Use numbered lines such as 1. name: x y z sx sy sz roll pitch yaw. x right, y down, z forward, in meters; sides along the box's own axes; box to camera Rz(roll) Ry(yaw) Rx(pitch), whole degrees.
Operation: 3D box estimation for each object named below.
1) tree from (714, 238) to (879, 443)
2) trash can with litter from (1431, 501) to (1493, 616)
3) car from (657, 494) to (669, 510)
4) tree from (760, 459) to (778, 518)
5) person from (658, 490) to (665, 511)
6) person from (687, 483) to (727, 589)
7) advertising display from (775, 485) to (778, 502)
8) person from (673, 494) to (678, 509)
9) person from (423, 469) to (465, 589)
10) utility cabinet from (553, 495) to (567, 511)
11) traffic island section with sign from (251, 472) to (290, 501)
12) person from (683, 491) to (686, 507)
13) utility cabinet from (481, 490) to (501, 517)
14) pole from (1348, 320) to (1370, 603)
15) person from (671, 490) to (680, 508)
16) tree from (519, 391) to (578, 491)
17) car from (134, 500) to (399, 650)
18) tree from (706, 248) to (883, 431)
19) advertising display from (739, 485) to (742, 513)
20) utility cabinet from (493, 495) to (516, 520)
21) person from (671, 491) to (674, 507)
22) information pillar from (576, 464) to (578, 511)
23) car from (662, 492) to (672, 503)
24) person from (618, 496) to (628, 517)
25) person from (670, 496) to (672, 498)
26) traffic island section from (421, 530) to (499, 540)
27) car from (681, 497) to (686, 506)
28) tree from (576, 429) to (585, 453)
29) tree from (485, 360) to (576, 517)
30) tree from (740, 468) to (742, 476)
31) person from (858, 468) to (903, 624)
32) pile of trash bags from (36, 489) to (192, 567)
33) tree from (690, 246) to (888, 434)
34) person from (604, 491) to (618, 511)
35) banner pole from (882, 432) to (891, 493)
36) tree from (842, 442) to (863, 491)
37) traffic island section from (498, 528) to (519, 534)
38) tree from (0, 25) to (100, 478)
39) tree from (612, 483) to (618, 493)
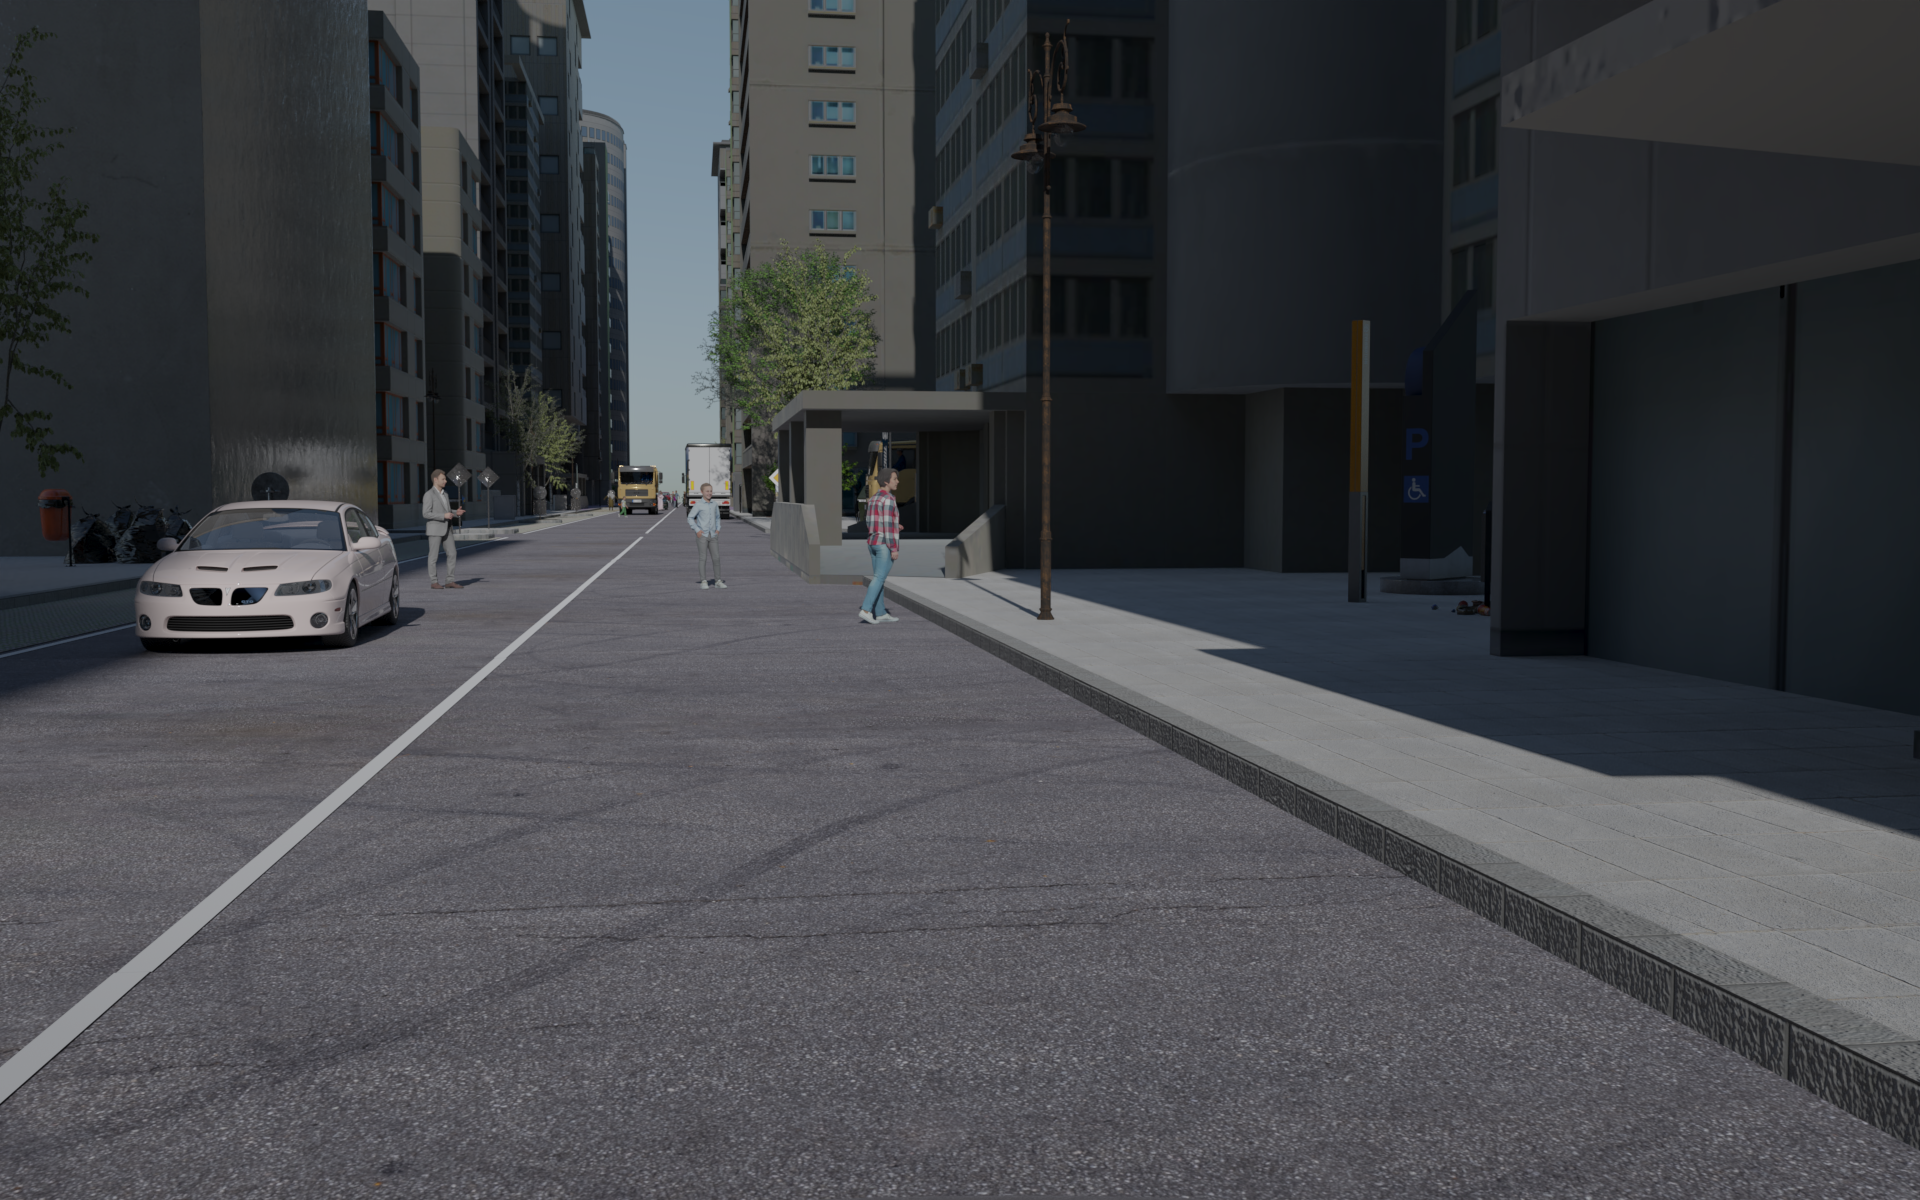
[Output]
1. tree: -4.088 -6.035 49.040 4.737 8.622 4.395 0 3 0
2. trash can with litter: 6.013 -0.478 18.866 1.678 1.210 2.233 2 4 30
3. car: -27.321 -8.985 156.695 2.009 1.686 4.222 -1 4 -9
4. tree: -9.990 -6.119 94.653 1.663 3.219 1.824 0 3 0
5. person: -25.800 -8.565 149.209 0.621 1.740 0.551 1 4 22
6. person: -3.824 -0.971 26.189 0.589 1.601 0.330 -2 4 -31
7. advertising display: -7.817 -4.434 77.715 0.974 1.923 0.123 -1 4 -8
8. person: -28.126 -9.745 171.052 0.599 1.433 0.991 -3 4 -36
9. person: -7.774 -1.065 26.119 0.583 1.804 0.606 1 4 14
10. utility cabinet: -30.798 -7.473 133.340 1.020 1.237 0.306 -3 5 -43
11. traffic island section with sign: -12.198 -1.337 30.487 1.989 1.847 2.006 -1 4 -9
12. person: -30.401 -11.181 191.830 0.721 1.766 1.217 0 4 2
13. utility cabinet: -25.393 -5.198 93.660 0.318 1.500 1.173 3 4 38
14. pole: 4.711 -1.627 20.438 0.158 3.312 0.155 0 3 0
15. person: -29.621 -10.532 180.682 1.348 1.826 0.705 3 5 41
16. tree: -29.381 -10.516 122.294 4.737 8.622 4.395 0 3 0
17. car: -6.850 -0.315 17.506 2.083 1.381 4.827 -1 4 -10
18. tree: -6.897 -8.969 72.394 9.928 11.665 9.643 0 3 0
19. advertising display: -14.933 -6.882 117.741 0.123 1.923 0.974 0 4 -5
20. utility cabinet: -22.765 -4.608 86.503 1.020 1.237 0.306 -1 4 -16
21. person: -32.168 -11.371 194.950 0.750 1.759 0.617 2 4 32
22. information pillar: -29.544 -8.694 133.503 0.183 3.616 0.504 -1 4 -10
23. car: -49.577 -17.267 290.993 2.281 1.827 5.304 -1 4 -10
24. person: -20.715 -5.734 106.491 0.590 1.304 0.306 0 4 1
25. person: -46.389 -16.415 280.137 1.065 1.426 0.557 -1 4 -12
26. traffic island section: -16.038 -2.030 55.476 2.009 0.180 2.903 -1 4 -9
27. car: -32.020 -11.959 205.309 2.009 1.686 4.222 -1 4 -8
28. tree: -30.096 -10.867 128.040 4.360 8.622 3.978 0 3 0
29. tree: -24.364 -8.926 96.307 4.360 8.622 3.978 0 3 0
30. tree: -14.041 -8.515 122.927 4.285 4.588 4.351 0 3 0
31. person: -0.893 -0.610 19.307 0.643 1.720 0.563 -2 4 -24
32. pile of trash bags: -15.712 -1.363 32.045 1.912 1.369 3.447 1 4 11
33. tree: -8.475 -10.744 86.040 12.009 13.543 11.850 0 3 0
34. person: -30.096 -8.572 149.383 1.217 1.736 0.721 0 4 -6
35. banner pole: -2.300 -3.963 54.815 0.401 3.779 0.863 1 4 22
36. tree: -4.036 -3.646 54.217 1.663 3.219 1.824 0 3 0
37. traffic island section: -17.258 -2.513 63.367 2.009 0.180 2.903 -1 4 -9
38. tree: -14.447 -4.573 25.130 4.737 8.622 4.395 0 3 0
39. tree: -43.071 -13.366 213.136 1.663 3.219 1.824 0 3 0
